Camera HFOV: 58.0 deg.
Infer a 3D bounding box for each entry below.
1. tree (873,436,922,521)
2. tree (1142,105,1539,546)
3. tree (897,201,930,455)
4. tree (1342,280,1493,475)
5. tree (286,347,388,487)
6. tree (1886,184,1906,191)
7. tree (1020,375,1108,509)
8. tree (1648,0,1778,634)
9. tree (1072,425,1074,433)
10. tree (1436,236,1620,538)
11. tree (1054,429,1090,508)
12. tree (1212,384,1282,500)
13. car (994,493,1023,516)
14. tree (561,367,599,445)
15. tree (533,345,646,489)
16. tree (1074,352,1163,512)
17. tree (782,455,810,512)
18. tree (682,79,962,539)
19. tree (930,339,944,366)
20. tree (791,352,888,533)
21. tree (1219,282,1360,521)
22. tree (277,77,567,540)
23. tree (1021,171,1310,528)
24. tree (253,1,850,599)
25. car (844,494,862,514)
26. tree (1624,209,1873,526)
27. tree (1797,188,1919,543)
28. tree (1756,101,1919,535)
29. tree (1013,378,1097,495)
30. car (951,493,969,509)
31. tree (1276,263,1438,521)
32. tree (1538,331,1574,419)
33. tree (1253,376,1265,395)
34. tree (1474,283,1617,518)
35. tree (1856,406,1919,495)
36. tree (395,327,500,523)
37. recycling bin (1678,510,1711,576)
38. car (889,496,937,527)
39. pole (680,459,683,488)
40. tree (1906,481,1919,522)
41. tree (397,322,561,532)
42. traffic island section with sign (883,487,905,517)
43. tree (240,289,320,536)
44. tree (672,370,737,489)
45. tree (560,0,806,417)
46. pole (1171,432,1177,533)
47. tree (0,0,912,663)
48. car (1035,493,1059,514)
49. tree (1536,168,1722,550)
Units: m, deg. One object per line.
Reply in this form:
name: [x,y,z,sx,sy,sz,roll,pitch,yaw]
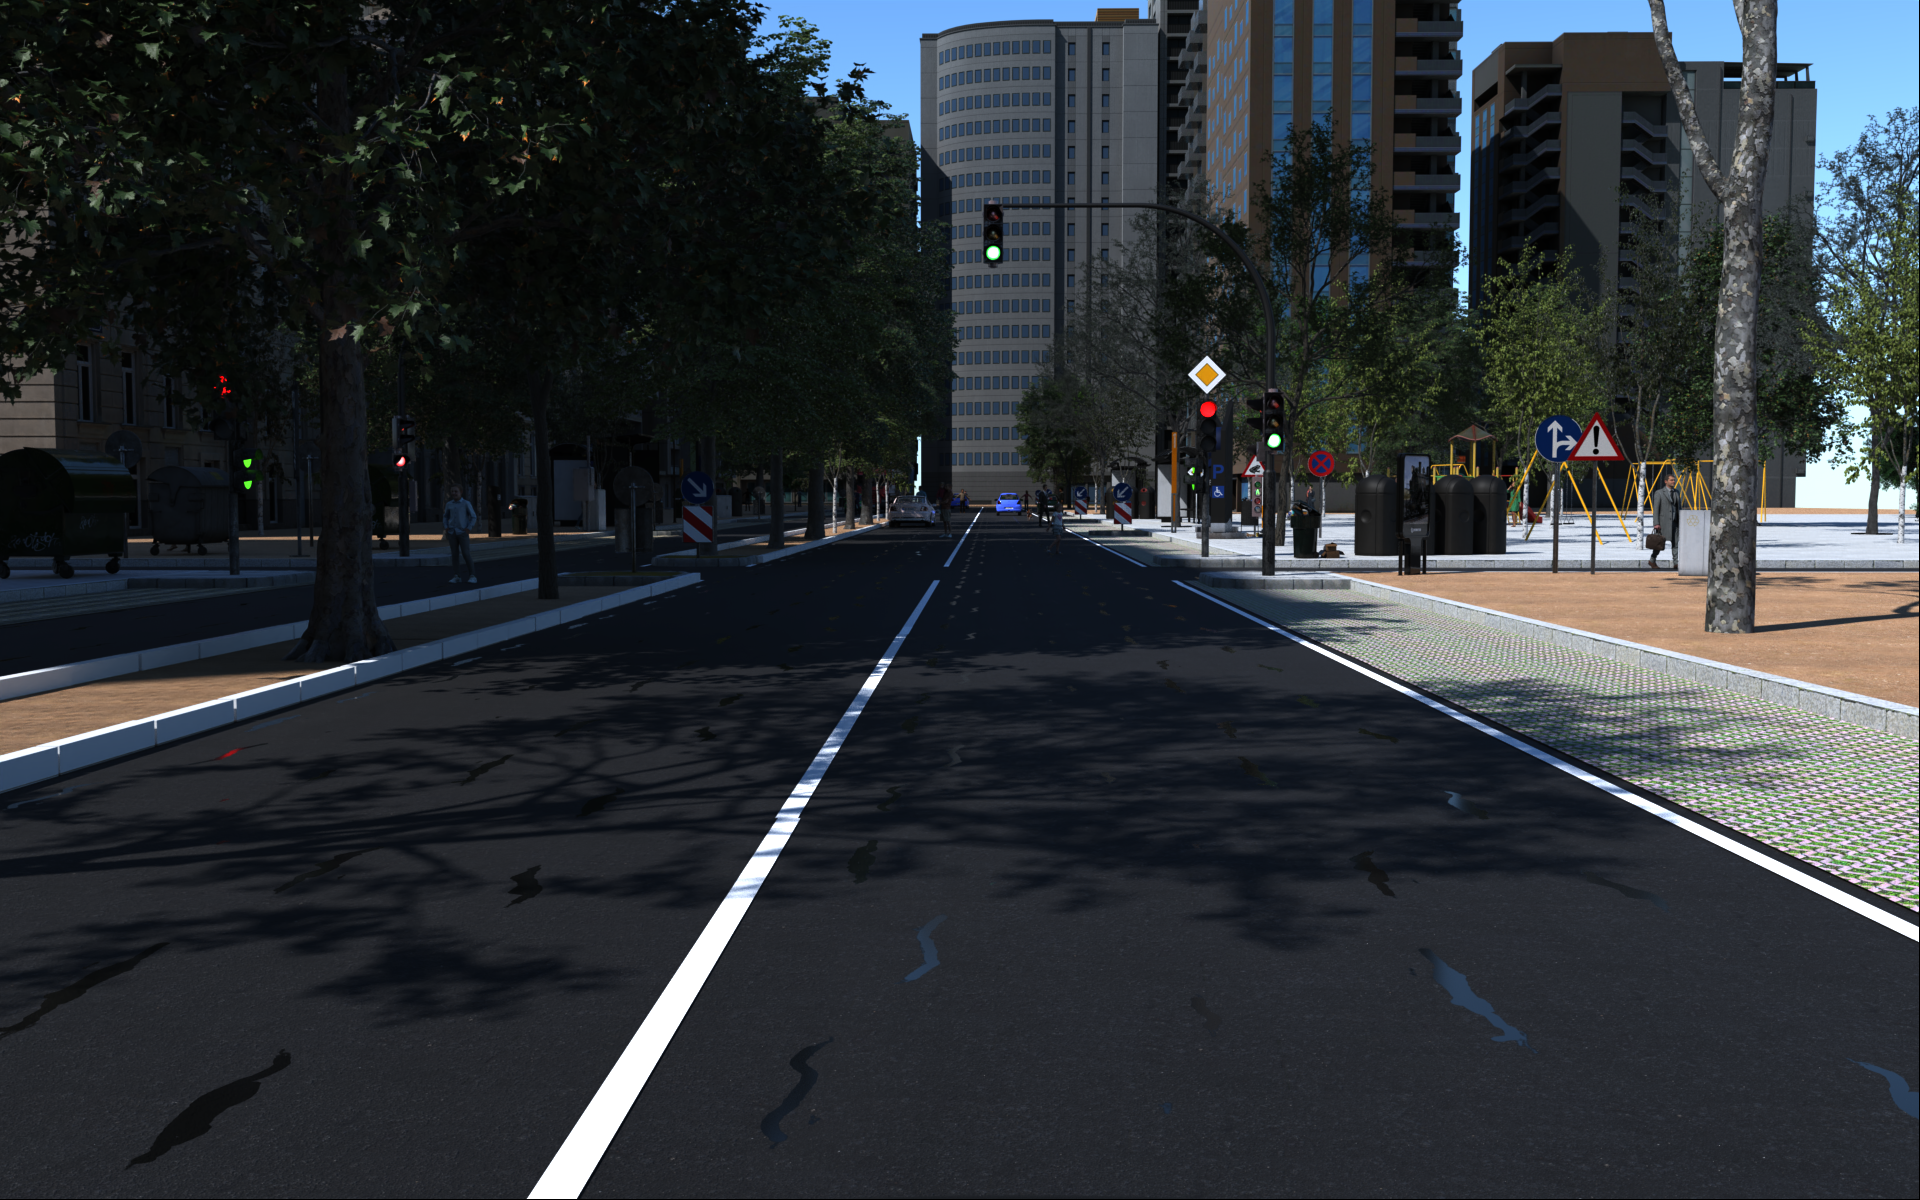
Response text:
tree: [-4.032,-8.763,96.089,4.737,8.622,4.395,0,3,0]
tree: [8.053,-6.592,42.188,8.767,10.594,7.601,-2,4,-35]
tree: [-4.885,-7.627,45.284,7.486,12.596,7.792,0,3,0]
tree: [27.184,-12.056,103.773,9.857,13.997,8.962,0,3,0]
tree: [-21.020,-6.656,59.180,4.737,8.622,4.395,0,3,0]
tree: [22.187,-5.456,39.574,4.737,8.622,4.395,0,3,0]
tree: [9.329,-13.687,149.531,9.928,11.665,9.643,0,3,0]
tree: [8.141,-9.831,16.620,12.611,20.169,13.585,0,3,0]
tree: [9.748,-10.431,120.911,4.360,8.622,3.978,0,3,0]
tree: [16.787,-6.123,50.479,4.737,8.622,4.395,0,3,0]
tree: [10.371,-12.673,157.563,4.737,8.622,4.395,0,3,0]
tree: [17.484,-9.337,103.019,4.360,8.622,3.978,0,3,0]
car: [3.260,-6.480,115.535,1.945,1.707,3.694,0,4,1]
tree: [-19.677,-8.387,87.496,4.737,8.622,4.395,0,3,0]
tree: [-13.443,-6.960,64.161,4.360,8.622,3.978,0,3,0]
tree: [7.917,-8.130,83.281,4.360,8.622,3.978,0,3,0]
tree: [-12.212,-8.818,127.895,4.285,4.588,4.351,0,3,0]
tree: [-4.585,-8.882,54.328,9.857,13.997,8.962,0,3,0]
tree: [-4.551,-9.152,70.220,7.486,12.596,7.792,0,3,0]
tree: [-4.558,-6.734,62.928,4.360,8.622,3.978,0,3,0]
tree: [16.043,-9.683,84.077,9.928,11.665,9.643,0,3,0]
tree: [-14.167,-8.650,48.089,9.857,13.997,8.962,0,3,0]
tree: [8.415,-9.548,66.481,12.009,13.543,11.850,0,3,0]
tree: [-5.565,-5.303,23.577,8.767,10.594,7.601,0,4,1]
car: [-7.381,-7.156,125.804,1.959,1.807,4.718,0,4,2]
tree: [31.688,-9.324,69.456,9.611,12.733,9.660,0,3,0]
tree: [24.432,-5.795,45.114,4.737,8.622,4.395,0,3,0]
tree: [29.016,-8.809,54.405,12.009,13.543,11.850,0,3,0]
tree: [10.348,-16.977,184.232,9.857,13.997,8.962,0,3,0]
car: [-0.014,-9.751,169.027,1.945,1.707,3.694,0,4,3]
tree: [13.418,-6.477,56.264,4.737,8.622,4.395,0,3,0]
tree: [26.178,-9.182,84.536,8.767,10.594,7.601,3,5,42]
tree: [14.650,-7.617,74.906,4.737,8.622,4.395,0,3,0]
tree: [31.940,-10.766,94.155,7.486,12.596,7.792,0,3,0]
tree: [57.112,-8.335,99.187,11.467,7.101,20.602,1,4,19]
tree: [-19.192,-6.957,64.113,4.360,8.622,3.978,0,3,0]
recycling bin: [11.717,-0.901,27.288,0.722,1.027,0.722,1,4,22]
car: [-2.094,-3.910,76.292,2.083,1.381,4.827,0,4,3]
pole: [-16.148,-6.522,100.479,0.158,3.312,0.155,0,3,0]
tree: [47.535,-10.366,71.312,13.155,14.587,18.604,-3,4,-37]
tree: [-16.195,-6.593,58.151,4.737,8.622,4.395,0,3,0]
traffic island section with sign: [-3.863,-6.245,110.240,2.006,1.907,1.989,0,4,1]
tree: [-21.323,-6.290,53.208,4.360,8.622,3.978,0,3,0]
tree: [-13.267,-8.652,91.815,4.737,8.622,4.395,0,3,0]
tree: [-5.538,-7.152,37.521,7.486,12.596,7.792,0,3,0]
pole: [7.062,-3.871,57.130,0.158,3.312,0.155,0,3,0]
tree: [-5.334,-5.832,14.817,9.611,12.733,9.660,0,3,0]
car: [6.402,-7.013,124.454,2.009,1.686,4.222,0,4,2]
tree: [15.641,-5.473,39.849,4.360,8.622,3.978,0,3,0]
